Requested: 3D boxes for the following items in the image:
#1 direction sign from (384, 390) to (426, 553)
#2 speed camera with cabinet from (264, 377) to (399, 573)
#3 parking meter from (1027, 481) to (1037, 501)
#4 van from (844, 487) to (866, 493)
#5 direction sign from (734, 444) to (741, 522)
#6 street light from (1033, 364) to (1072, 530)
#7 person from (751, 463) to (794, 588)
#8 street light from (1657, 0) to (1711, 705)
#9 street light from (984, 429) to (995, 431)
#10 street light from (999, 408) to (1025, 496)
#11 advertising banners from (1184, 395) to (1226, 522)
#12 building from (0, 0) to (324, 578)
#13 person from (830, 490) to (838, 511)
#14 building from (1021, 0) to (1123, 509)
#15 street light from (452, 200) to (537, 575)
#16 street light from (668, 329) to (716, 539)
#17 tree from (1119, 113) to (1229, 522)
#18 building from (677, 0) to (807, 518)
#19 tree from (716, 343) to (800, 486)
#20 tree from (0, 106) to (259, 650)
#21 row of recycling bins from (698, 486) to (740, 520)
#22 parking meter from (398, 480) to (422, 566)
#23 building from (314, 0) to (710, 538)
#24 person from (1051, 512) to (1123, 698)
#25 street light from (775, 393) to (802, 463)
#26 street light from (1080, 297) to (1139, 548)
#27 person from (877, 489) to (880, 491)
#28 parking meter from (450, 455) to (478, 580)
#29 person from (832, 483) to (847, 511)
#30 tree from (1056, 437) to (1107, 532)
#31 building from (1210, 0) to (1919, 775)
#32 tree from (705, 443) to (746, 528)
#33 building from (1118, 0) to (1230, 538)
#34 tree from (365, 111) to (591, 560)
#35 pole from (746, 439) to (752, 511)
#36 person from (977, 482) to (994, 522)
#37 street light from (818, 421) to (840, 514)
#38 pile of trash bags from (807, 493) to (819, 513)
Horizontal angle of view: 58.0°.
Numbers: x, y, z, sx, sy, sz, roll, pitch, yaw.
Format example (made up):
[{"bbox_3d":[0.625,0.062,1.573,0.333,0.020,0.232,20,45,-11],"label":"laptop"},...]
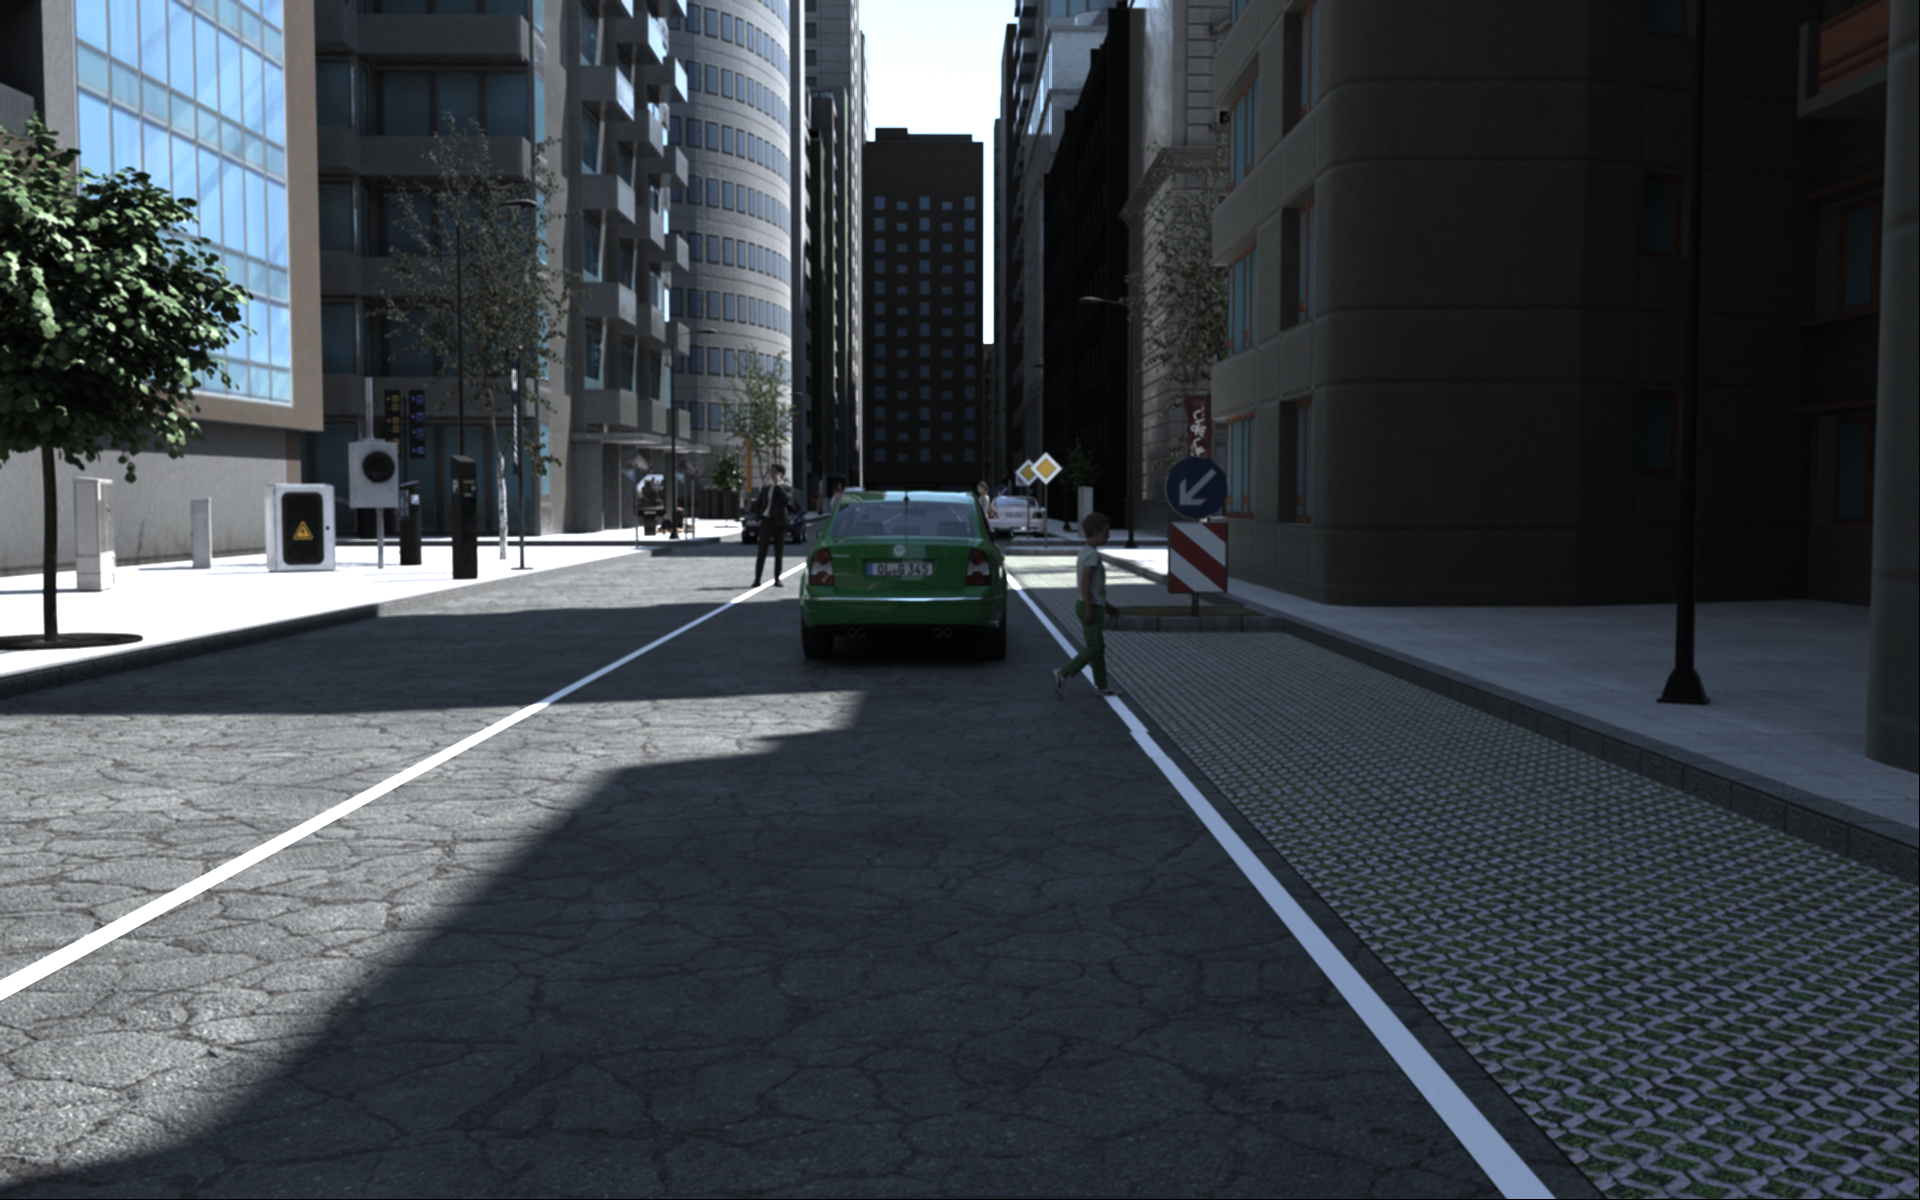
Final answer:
[{"bbox_3d":[-12.042,-2.793,37.665,0.876,3.537,0.379,0,4,2],"label":"direction sign"},{"bbox_3d":[-10.461,-2.111,28.851,2.038,3.252,0.660,-3,4,-36],"label":"speed camera with cabinet"},{"bbox_3d":[3.141,-4.292,75.883,0.399,1.863,0.255,1,4,16],"label":"parking meter"},{"bbox_3d":[-6.079,-5.618,98.861,2.013,2.044,4.112,0,4,0],"label":"van"},{"bbox_3d":[-10.134,-5.321,78.989,0.379,3.537,0.876,0,4,-7],"label":"direction sign"},{"bbox_3d":[3.305,-5.478,62.113,1.470,5.913,1.316,0,4,-1],"label":"street light"},{"bbox_3d":[-2.884,-1.152,26.703,0.648,1.900,0.474,0,4,1],"label":"person"},{"bbox_3d":[3.933,-2.323,10.529,1.470,5.913,1.316,0,4,-1],"label":"street light"},{"bbox_3d":[2.405,-9.239,123.604,1.470,5.913,1.316,0,4,-1],"label":"street light"},{"bbox_3d":[2.908,-7.371,93.055,1.470,5.913,1.316,0,4,-1],"label":"street light"},{"bbox_3d":[4.849,-2.085,30.278,2.074,3.025,0.090,2,4,32],"label":"advertising banners"},{"bbox_3d":[-21.462,-23.304,31.127,14.200,45.320,14.600,0,4,-1],"label":"building"},{"bbox_3d":[-4.717,-3.386,65.672,0.330,1.601,0.589,1,4,23],"label":"person"},{"bbox_3d":[10.120,-20.271,108.916,11.434,29.767,29.804,0,4,-1],"label":"building"},{"bbox_3d":[-7.379,-3.361,27.487,1.470,5.913,1.316,0,4,-1],"label":"street light"},{"bbox_3d":[-7.559,-4.672,48.932,1.470,5.913,1.316,0,4,-1],"label":"street light"},{"bbox_3d":[5.017,-5.148,34.526,4.360,8.622,3.978,0,3,0],"label":"tree"},{"bbox_3d":[-20.754,-34.274,102.373,21.231,58.520,28.212,0,4,-1],"label":"building"},{"bbox_3d":[-9.569,-8.144,83.515,4.737,8.622,4.395,0,3,0],"label":"tree"},{"bbox_3d":[-7.784,-1.896,14.717,4.285,4.588,4.351,0,3,0],"label":"tree"},{"bbox_3d":[-12.209,-4.916,87.487,1.069,1.692,3.534,-2,4,-35],"label":"row of recycling bins"},{"bbox_3d":[-9.908,-1.394,31.207,0.372,1.533,0.369,0,3,0],"label":"parking meter"},{"bbox_3d":[-22.328,-27.135,63.272,23.786,49.044,30.456,0,4,-1],"label":"building"},{"bbox_3d":[0.890,0.037,12.151,0.590,1.304,0.306,-2,4,-25],"label":"person"},{"bbox_3d":[-7.945,-6.552,79.672,1.470,5.913,1.316,0,4,-1],"label":"street light"},{"bbox_3d":[3.534,-4.192,41.077,1.470,5.913,1.316,0,4,-1],"label":"street light"},{"bbox_3d":[-6.083,-7.373,129.146,1.348,1.812,0.705,0,4,1],"label":"person"},{"bbox_3d":[-7.473,-1.248,26.113,0.255,1.863,0.399,-3,5,-42],"label":"parking meter"},{"bbox_3d":[-4.287,-3.265,61.888,0.555,1.821,0.388,0,4,4],"label":"person"},{"bbox_3d":[3.918,-3.926,58.788,1.663,3.219,1.824,0,3,0],"label":"tree"},{"bbox_3d":[18.133,-10.318,13.736,27.650,21.520,28.899,0,4,-1],"label":"building"},{"bbox_3d":[-8.808,-4.381,66.228,1.663,3.219,1.824,0,3,0],"label":"tree"},{"bbox_3d":[18.070,-15.780,55.272,25.104,27.353,12.463,0,4,-1],"label":"building"},{"bbox_3d":[-8.997,-5.078,33.395,4.360,8.622,3.978,0,3,0],"label":"tree"},{"bbox_3d":[-7.795,-4.290,63.987,0.158,3.312,0.155,0,3,0],"label":"pole"},{"bbox_3d":[0.500,-1.778,38.571,0.522,1.701,0.512,-1,4,-21],"label":"person"},{"bbox_3d":[-8.390,-8.456,110.794,1.470,5.913,1.316,0,4,-1],"label":"street light"},{"bbox_3d":[-11.099,-6.742,119.990,3.447,1.369,1.912,3,4,36],"label":"pile of trash bags"}]
